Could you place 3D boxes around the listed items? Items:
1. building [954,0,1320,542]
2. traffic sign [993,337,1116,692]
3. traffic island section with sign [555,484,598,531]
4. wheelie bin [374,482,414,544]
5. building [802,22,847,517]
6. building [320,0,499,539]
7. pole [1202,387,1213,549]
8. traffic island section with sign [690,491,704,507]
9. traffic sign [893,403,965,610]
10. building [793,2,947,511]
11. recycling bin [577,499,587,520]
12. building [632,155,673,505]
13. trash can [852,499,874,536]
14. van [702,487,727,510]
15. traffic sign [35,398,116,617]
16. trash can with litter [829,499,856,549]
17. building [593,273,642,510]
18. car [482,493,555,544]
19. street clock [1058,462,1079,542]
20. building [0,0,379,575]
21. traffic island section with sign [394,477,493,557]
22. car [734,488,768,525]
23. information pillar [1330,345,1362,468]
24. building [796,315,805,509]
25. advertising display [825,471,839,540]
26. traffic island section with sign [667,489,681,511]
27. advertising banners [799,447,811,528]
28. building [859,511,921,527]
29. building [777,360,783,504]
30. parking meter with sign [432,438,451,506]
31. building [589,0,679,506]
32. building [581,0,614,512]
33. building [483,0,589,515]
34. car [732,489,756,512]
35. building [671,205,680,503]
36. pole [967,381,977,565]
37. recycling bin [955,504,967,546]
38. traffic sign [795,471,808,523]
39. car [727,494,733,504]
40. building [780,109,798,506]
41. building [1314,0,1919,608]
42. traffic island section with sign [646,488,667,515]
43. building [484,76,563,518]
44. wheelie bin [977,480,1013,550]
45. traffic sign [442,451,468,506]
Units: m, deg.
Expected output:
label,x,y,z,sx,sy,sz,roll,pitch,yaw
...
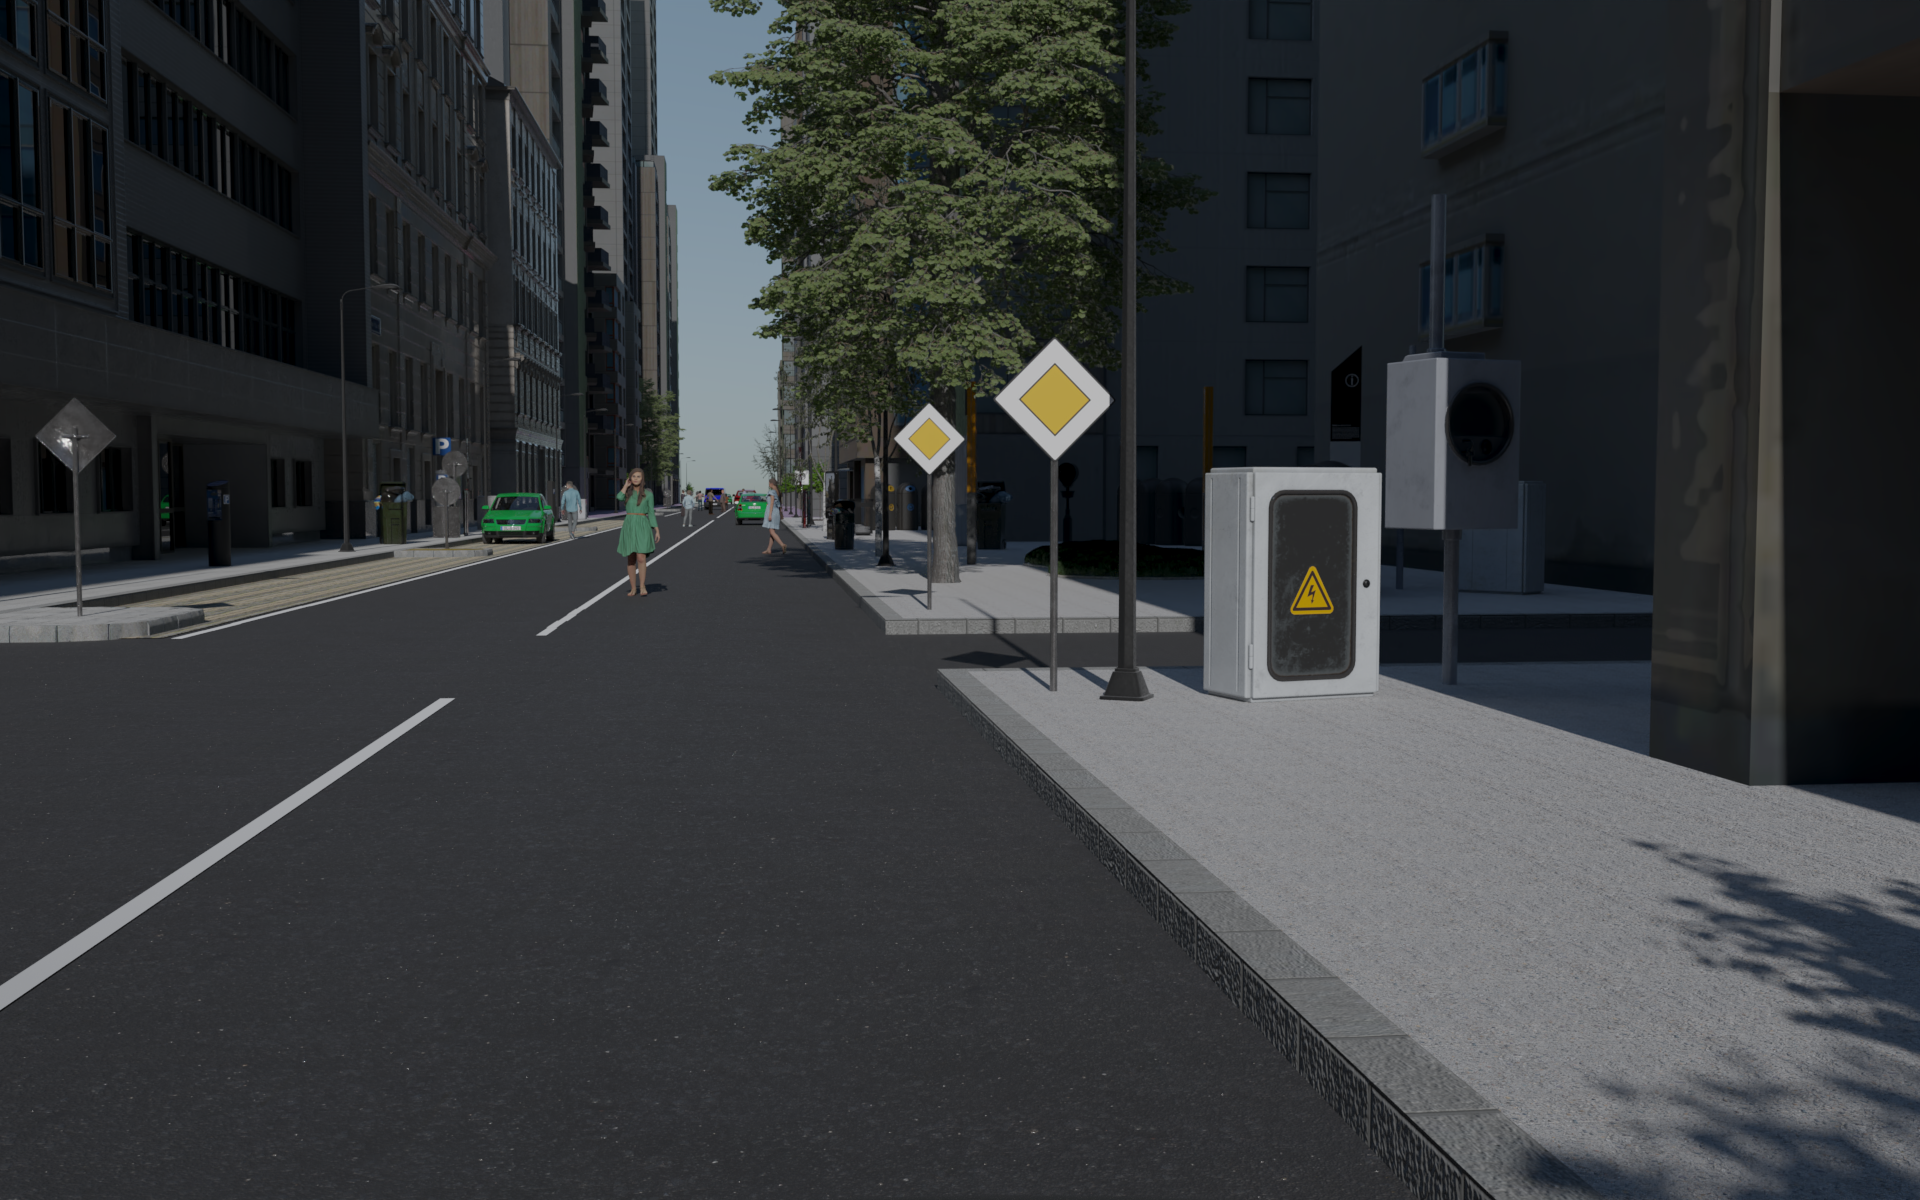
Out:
label,x,y,z,sx,sy,sz,roll,pitch,yaw
building,6.422,-22.584,52.851,14.154,41.232,14.086,0,4,-7
traffic sign,0.606,-0.463,11.206,0.795,2.450,0.064,0,4,-7
traffic island section with sign,-15.089,-3.574,67.060,1.989,1.847,2.006,0,4,-7
wheelie bin,-14.450,-2.224,44.270,0.980,1.594,0.693,-2,4,-27
building,0.480,-34.764,110.395,21.231,58.520,28.212,0,4,-7
building,-23.890,-16.049,59.657,12.463,27.353,25.104,0,4,-7
pole,4.713,-2.392,32.954,0.158,3.312,0.155,0,3,0
traffic island section with sign,-34.029,-13.272,225.624,1.989,1.847,2.006,0,4,-7
traffic sign,-0.341,-0.948,19.135,0.795,2.450,0.064,0,4,-7
building,-8.394,-31.297,161.819,14.600,45.320,14.200,0,4,-7
recycling bin,-19.140,-4.552,86.980,0.722,1.027,0.722,0,4,-6
building,-41.542,-31.737,202.502,14.154,41.232,14.086,0,4,-7
trash can,-2.993,-2.555,53.433,0.748,1.137,0.748,0,3,0
van,-22.429,-9.440,158.727,2.240,2.365,5.245,0,4,-5
traffic sign,-9.225,-0.884,18.098,0.795,2.450,0.064,0,4,-7
trash can with litter,-2.751,-1.758,40.137,0.624,1.170,1.055,-1,4,-9
building,-42.276,-18.559,148.481,27.650,21.520,28.899,0,4,-7
car,-12.940,-2.571,50.837,1.959,1.807,4.718,-1,4,-8
street clock,2.469,-2.149,39.705,0.471,2.002,0.358,1,4,23
building,-21.241,-13.010,31.781,14.314,24.678,30.058,0,4,-7
traffic island section with sign,-11.865,-1.915,39.932,1.989,1.847,2.006,0,4,-7
car,-9.611,-4.430,81.227,1.959,1.807,4.718,0,4,-6
information pillar,6.099,-2.202,27.353,0.504,3.616,0.183,1,4,13
building,0.815,-18.162,141.980,27.650,21.520,28.899,0,4,-7
advertising display,-3.591,-2.652,48.575,0.123,1.923,0.974,-1,4,-20
traffic island section with sign,-24.316,-8.297,144.280,1.989,1.847,2.006,0,4,-7
advertising banners,-5.844,-4.211,65.043,0.090,3.025,2.074,0,4,7
building,1.982,-25.954,74.456,14.600,45.320,14.200,0,4,-7
building,-11.091,-24.099,239.065,27.650,21.520,28.899,0,4,-7
parking meter with sign,-15.788,-3.455,52.743,0.543,3.016,1.738,-1,4,-15
building,-46.383,-47.719,218.450,20.563,71.187,20.611,0,4,-7
building,-35.864,-28.398,118.936,22.147,44.769,28.867,0,4,-7
building,-29.066,-25.346,98.009,14.154,41.232,14.086,0,4,-7
car,-17.226,-8.017,139.745,2.281,1.827,5.304,0,4,-7
building,-45.903,-33.862,237.244,14.154,41.232,14.086,0,4,-7
pole,0.214,-2.300,31.454,0.158,3.312,0.155,0,3,0
recycling bin,-0.044,-1.855,42.887,0.722,1.027,0.722,-1,4,-13
traffic sign,-6.949,-4.530,76.187,0.606,2.300,0.079,0,4,2
car,-33.011,-14.408,244.365,1.959,1.807,4.718,-1,4,-8
building,-12.234,-30.786,186.942,14.154,41.232,14.086,0,4,-7
building,18.109,-24.887,30.606,21.600,48.544,21.300,0,4,-7
traffic island section with sign,-21.125,-6.660,117.514,1.989,1.847,2.006,0,4,-7
building,-24.738,-14.256,82.236,9.793,20.994,18.267,0,4,-7
wheelie bin,0.741,-1.971,40.138,0.980,1.594,0.693,1,4,13
traffic sign,-14.859,-3.108,50.929,0.768,2.556,0.104,0,4,1
